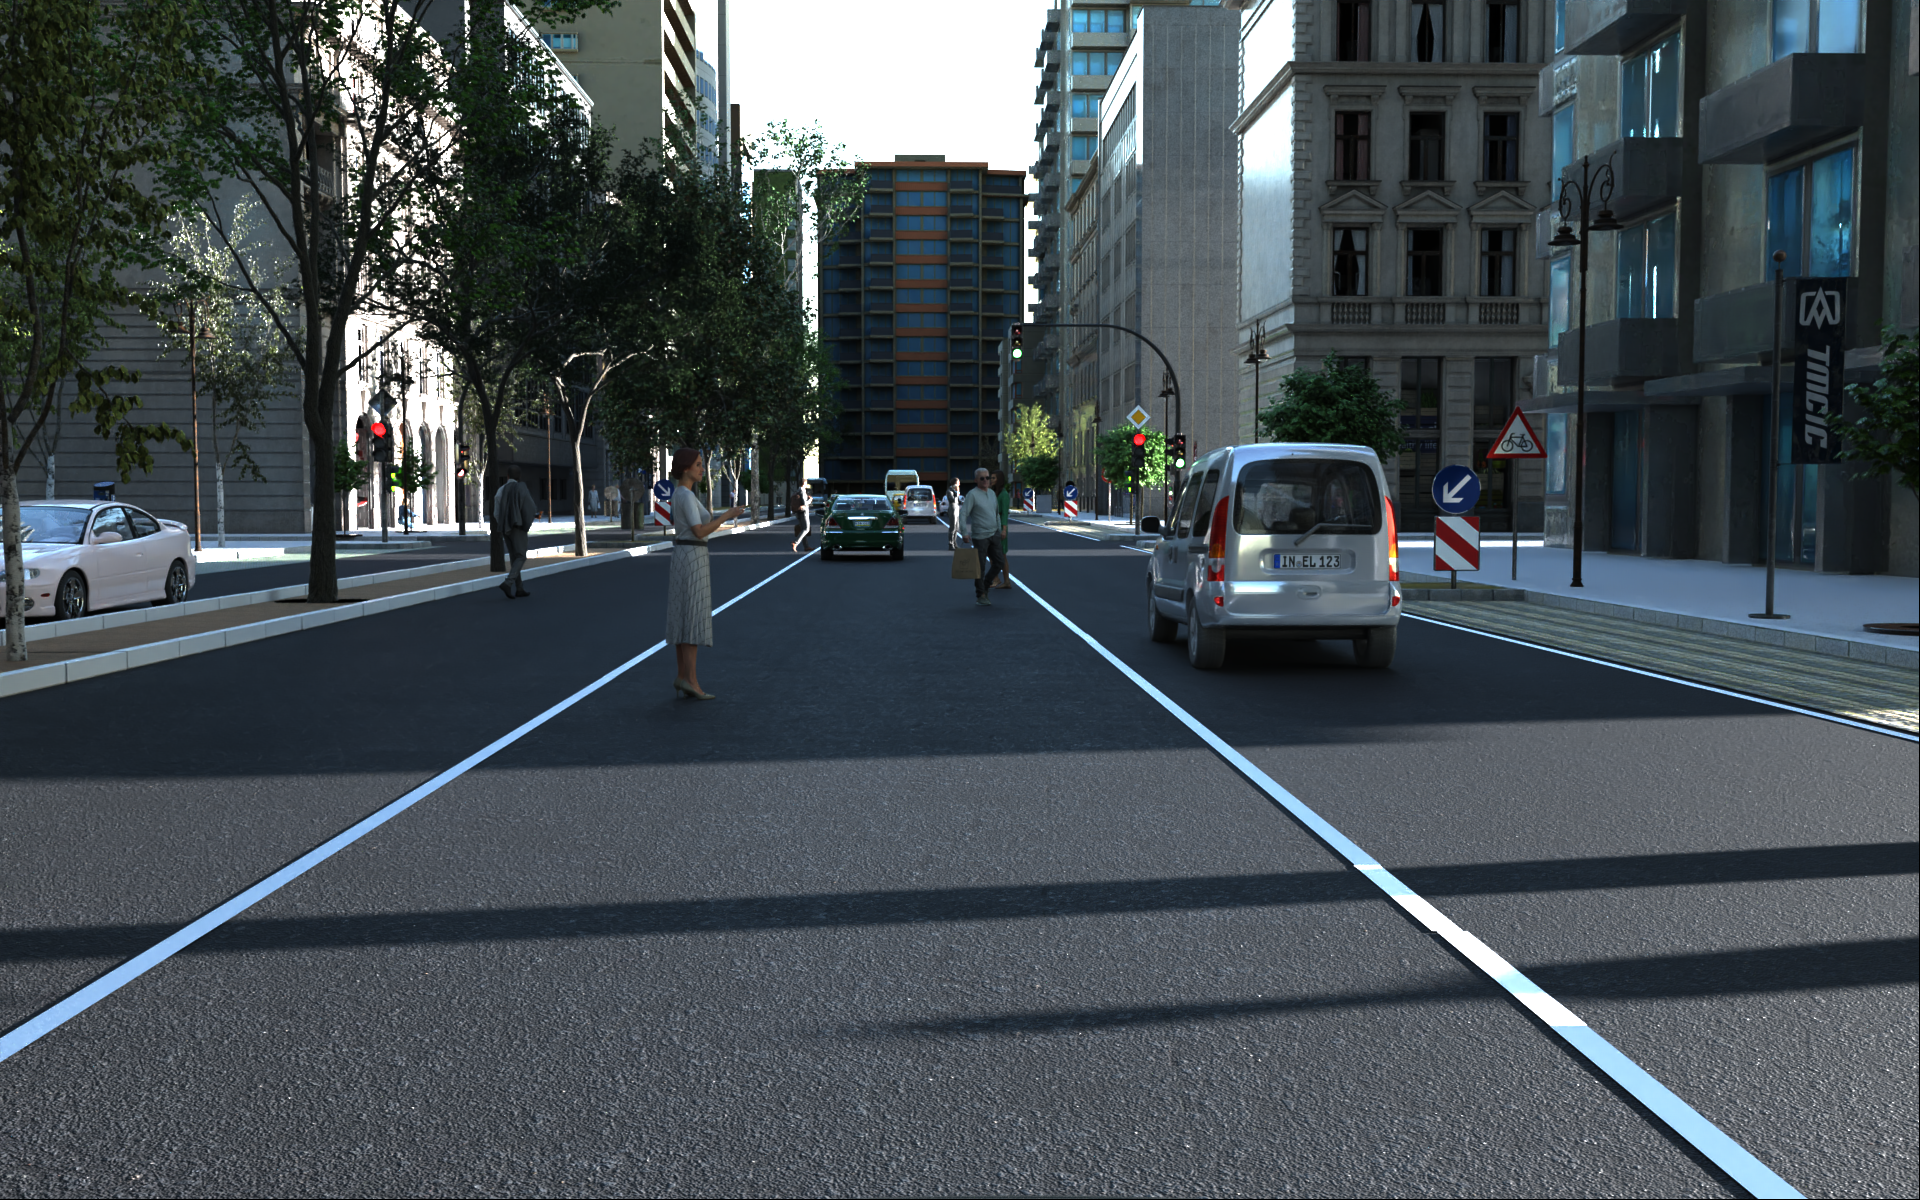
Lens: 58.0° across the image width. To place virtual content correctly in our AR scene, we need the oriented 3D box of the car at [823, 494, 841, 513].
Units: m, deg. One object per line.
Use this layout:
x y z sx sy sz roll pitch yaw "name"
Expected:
-6.380 -5.004 93.611 2.131 1.459 4.920 0 4 -2 "car"

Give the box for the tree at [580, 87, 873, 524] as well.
-10.851 -13.649 81.501 12.611 20.169 13.585 0 3 0 "tree"

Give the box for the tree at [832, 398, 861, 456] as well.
-10.923 -11.079 118.011 8.767 10.594 7.601 0 4 -2 "tree"

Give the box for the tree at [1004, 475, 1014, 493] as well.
4.365 -10.672 169.081 1.663 3.219 1.824 0 3 0 "tree"

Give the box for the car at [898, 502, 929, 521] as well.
-2.291 -4.875 91.708 2.014 1.417 4.499 0 4 -2 "car"

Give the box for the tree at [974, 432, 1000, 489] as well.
3.849 -15.693 206.949 4.360 8.622 3.978 0 3 0 "tree"

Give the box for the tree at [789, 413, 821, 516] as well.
-10.796 -9.714 111.651 4.360 8.622 3.978 0 3 0 "tree"

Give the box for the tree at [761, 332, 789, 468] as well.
-8.698 -6.299 39.859 8.767 10.594 7.601 0 4 -2 "tree"

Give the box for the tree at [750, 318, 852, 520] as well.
-10.306 -10.772 104.341 9.928 11.665 9.643 0 3 0 "tree"

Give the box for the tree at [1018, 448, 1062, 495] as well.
5.725 -8.521 123.032 4.285 4.588 4.351 0 3 0 "tree"

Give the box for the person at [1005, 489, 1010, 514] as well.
3.170 -6.884 121.323 0.850 1.792 0.678 3 4 37 "person"

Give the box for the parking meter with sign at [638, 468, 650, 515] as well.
-19.025 -6.610 104.330 0.543 3.016 1.738 0 3 0 "parking meter with sign"

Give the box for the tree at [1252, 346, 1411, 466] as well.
8.269 -3.362 38.684 4.285 4.588 4.351 0 3 0 "tree"

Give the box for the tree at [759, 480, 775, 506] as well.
-22.604 -12.864 204.935 1.663 3.219 1.824 0 3 0 "tree"

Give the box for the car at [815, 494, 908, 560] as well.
-2.212 -1.667 39.053 2.131 1.459 4.920 0 4 -3 "car"

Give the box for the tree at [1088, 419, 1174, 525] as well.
8.073 -5.673 76.464 4.285 4.588 4.351 0 3 0 "tree"

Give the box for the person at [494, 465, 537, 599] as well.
-6.124 -0.936 23.908 0.679 1.850 0.850 1 4 18 "person"

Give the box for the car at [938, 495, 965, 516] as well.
-0.414 -6.188 113.538 2.083 1.381 4.827 0 4 -1 "car"

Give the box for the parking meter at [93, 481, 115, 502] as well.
-16.440 -1.523 33.304 0.372 1.533 0.369 0 3 0 "parking meter"

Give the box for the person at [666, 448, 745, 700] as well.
-1.805 -0.188 12.149 0.524 1.755 0.480 -1 4 -22 "person"

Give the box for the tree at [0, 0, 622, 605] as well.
-8.272 -5.756 22.324 9.928 11.665 9.643 0 3 0 "tree"

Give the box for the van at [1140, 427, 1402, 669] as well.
2.701 -0.525 15.602 2.013 2.044 4.112 0 4 -1 "van"

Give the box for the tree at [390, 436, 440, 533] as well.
-18.250 -3.874 57.946 1.663 3.219 1.824 0 3 0 "tree"

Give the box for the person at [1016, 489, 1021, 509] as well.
5.151 -8.770 150.150 0.721 1.743 1.217 0 4 -6 "person"

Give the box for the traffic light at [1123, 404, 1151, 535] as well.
5.574 -4.008 54.454 0.839 4.253 0.868 0 4 -2 "traffic light"

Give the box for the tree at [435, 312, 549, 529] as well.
-17.691 -6.974 64.393 4.360 8.622 3.978 0 3 0 "tree"

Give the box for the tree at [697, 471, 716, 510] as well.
-21.119 -9.115 143.628 1.663 3.219 1.824 0 3 0 "tree"

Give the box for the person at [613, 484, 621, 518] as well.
-18.343 -5.290 92.419 0.514 1.842 0.818 1 4 13 "person"

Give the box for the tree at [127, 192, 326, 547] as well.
-17.683 -5.593 41.804 4.360 8.622 3.978 0 3 0 "tree"

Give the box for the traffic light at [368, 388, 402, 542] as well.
-15.239 -3.481 45.832 0.839 4.253 0.868 0 4 -2 "traffic light"

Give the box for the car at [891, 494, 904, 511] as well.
-4.349 -7.206 128.038 2.015 1.641 3.980 0 4 -3 "car"

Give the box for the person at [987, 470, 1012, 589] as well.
0.587 -1.060 26.086 0.529 1.795 0.600 -3 4 -36 "person"

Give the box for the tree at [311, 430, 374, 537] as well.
-18.610 -3.537 52.424 1.663 3.219 1.824 0 3 0 "tree"

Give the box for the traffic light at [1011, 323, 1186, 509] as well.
3.724 -4.379 46.269 4.771 5.953 1.251 0 4 -2 "traffic light"

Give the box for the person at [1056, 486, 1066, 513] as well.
6.808 -6.734 116.057 0.656 1.842 0.836 -3 5 -40 "person"

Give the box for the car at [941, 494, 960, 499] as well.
-0.633 -9.152 158.673 2.155 1.783 4.494 0 4 -1 "car"

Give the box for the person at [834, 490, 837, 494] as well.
-8.146 -6.350 113.330 0.522 1.701 0.512 0 4 5 "person"

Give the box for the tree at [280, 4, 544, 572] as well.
-8.470 -5.808 31.832 8.767 10.594 7.601 0 4 -2 "tree"

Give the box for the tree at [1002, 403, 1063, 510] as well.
6.094 -11.687 141.439 4.737 8.622 4.395 0 3 0 "tree"

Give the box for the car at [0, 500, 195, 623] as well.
-10.456 -0.462 19.911 2.083 1.381 4.827 0 4 -3 "car"

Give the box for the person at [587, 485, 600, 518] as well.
-19.649 -5.298 93.024 0.694 1.780 0.624 0 4 -4 "person"

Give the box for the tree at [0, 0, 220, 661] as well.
-8.025 -3.762 14.322 4.737 8.622 4.395 0 3 0 "tree"

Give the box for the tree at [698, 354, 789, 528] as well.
-9.527 -7.370 73.319 4.360 8.622 3.978 0 3 0 "tree"

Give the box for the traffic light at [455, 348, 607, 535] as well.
-13.389 -4.847 53.910 4.771 5.953 1.251 0 4 -2 "traffic light"

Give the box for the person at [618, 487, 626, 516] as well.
-19.937 -5.818 101.762 0.643 1.750 0.593 -2 4 -32 "person"

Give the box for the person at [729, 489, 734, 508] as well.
-21.008 -9.382 160.377 0.756 1.711 0.436 -3 5 -41 "person"

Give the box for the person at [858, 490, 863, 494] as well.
-8.894 -8.924 154.337 1.348 1.831 0.705 -1 4 -10 "person"

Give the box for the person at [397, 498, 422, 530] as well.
-19.758 -3.075 61.815 0.738 1.151 1.012 -3 5 -41 "person"

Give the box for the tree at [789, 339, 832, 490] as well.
-9.652 -7.970 67.184 8.767 10.594 7.601 0 4 -2 "tree"

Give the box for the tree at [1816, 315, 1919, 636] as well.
8.817 -1.308 15.993 1.663 3.219 1.824 0 3 0 "tree"

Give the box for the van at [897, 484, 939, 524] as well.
-1.996 -4.672 83.401 2.013 2.044 4.112 0 4 -3 "van"

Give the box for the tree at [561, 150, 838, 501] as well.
-8.967 -8.451 57.644 9.611 12.733 9.660 0 3 0 "tree"

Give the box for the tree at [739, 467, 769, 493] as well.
-22.320 -12.418 186.743 4.285 4.588 4.351 0 3 0 "tree"
